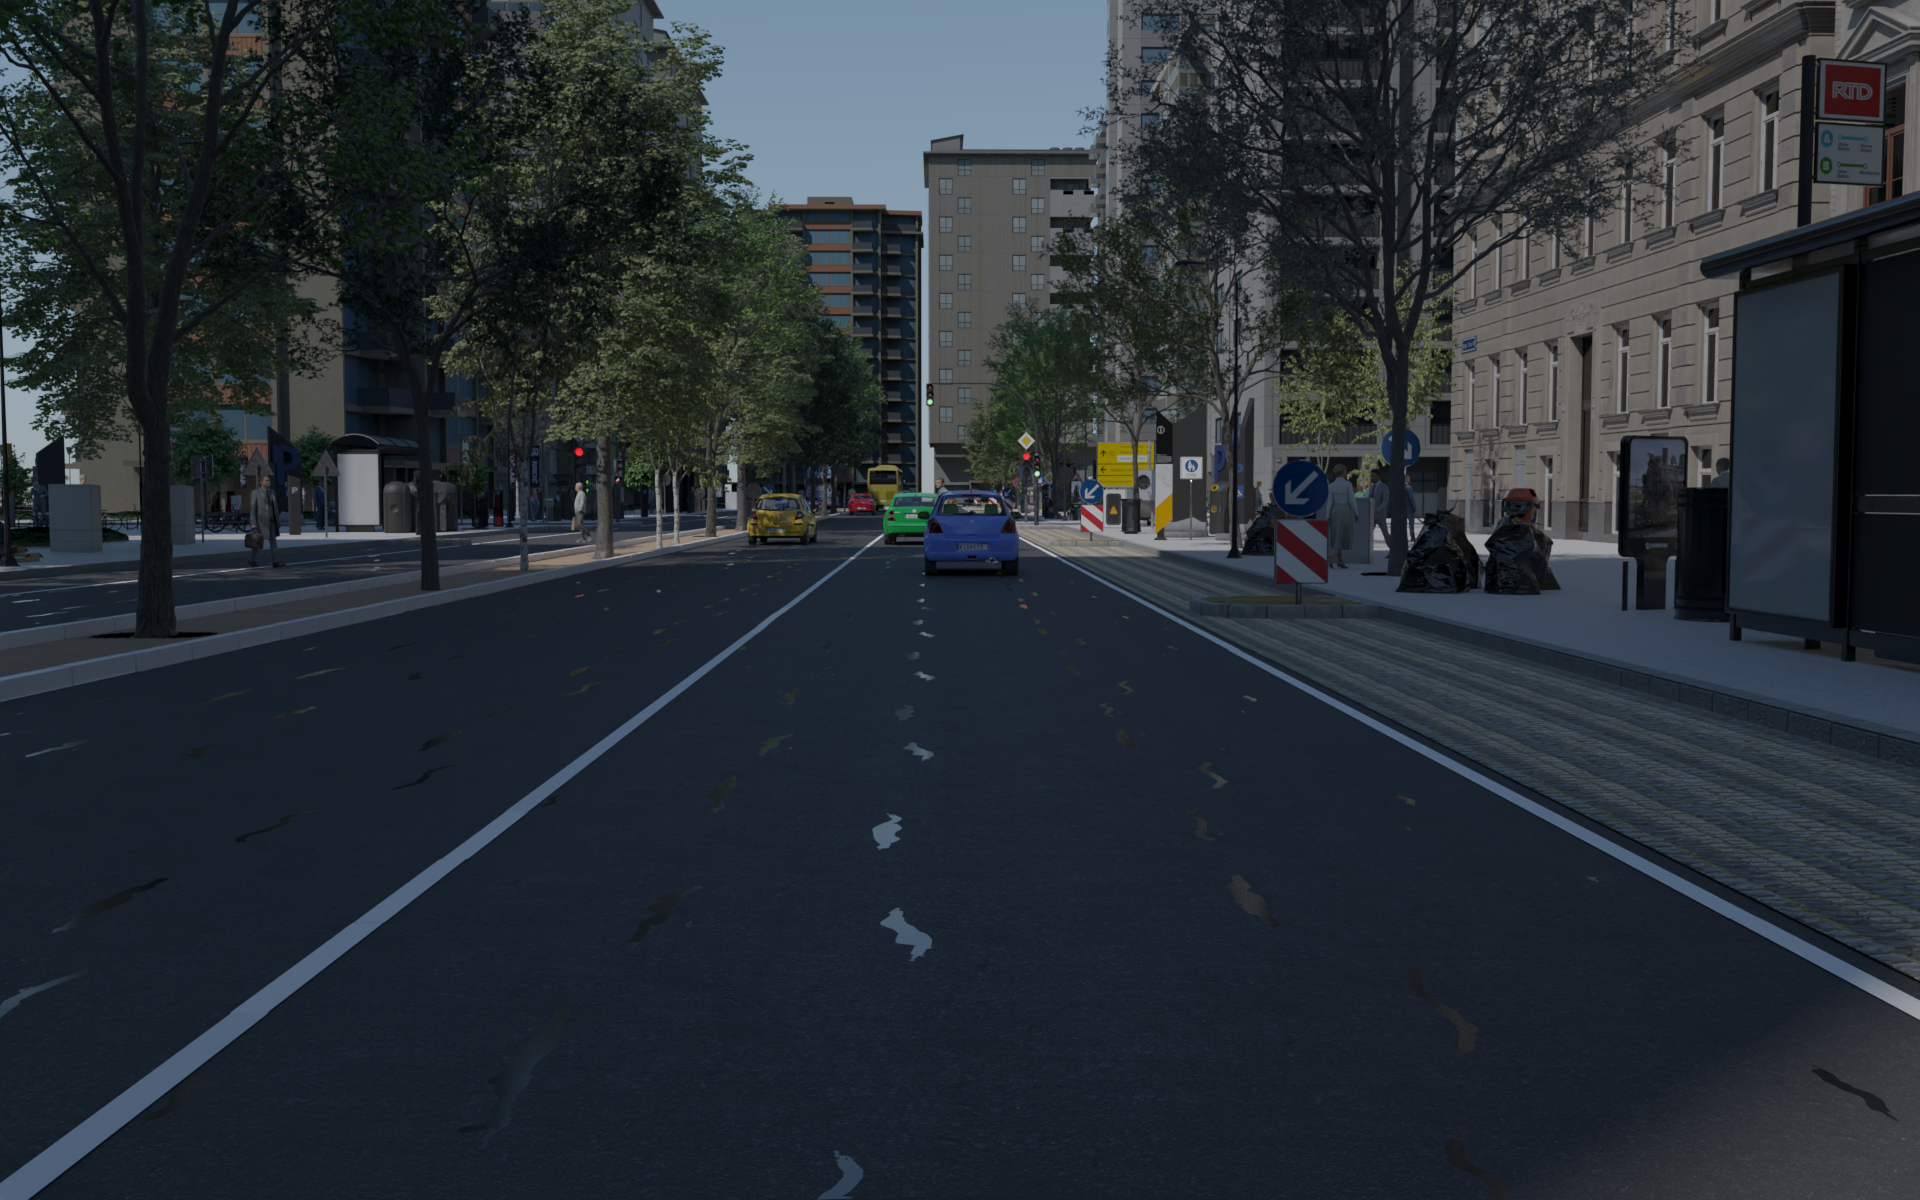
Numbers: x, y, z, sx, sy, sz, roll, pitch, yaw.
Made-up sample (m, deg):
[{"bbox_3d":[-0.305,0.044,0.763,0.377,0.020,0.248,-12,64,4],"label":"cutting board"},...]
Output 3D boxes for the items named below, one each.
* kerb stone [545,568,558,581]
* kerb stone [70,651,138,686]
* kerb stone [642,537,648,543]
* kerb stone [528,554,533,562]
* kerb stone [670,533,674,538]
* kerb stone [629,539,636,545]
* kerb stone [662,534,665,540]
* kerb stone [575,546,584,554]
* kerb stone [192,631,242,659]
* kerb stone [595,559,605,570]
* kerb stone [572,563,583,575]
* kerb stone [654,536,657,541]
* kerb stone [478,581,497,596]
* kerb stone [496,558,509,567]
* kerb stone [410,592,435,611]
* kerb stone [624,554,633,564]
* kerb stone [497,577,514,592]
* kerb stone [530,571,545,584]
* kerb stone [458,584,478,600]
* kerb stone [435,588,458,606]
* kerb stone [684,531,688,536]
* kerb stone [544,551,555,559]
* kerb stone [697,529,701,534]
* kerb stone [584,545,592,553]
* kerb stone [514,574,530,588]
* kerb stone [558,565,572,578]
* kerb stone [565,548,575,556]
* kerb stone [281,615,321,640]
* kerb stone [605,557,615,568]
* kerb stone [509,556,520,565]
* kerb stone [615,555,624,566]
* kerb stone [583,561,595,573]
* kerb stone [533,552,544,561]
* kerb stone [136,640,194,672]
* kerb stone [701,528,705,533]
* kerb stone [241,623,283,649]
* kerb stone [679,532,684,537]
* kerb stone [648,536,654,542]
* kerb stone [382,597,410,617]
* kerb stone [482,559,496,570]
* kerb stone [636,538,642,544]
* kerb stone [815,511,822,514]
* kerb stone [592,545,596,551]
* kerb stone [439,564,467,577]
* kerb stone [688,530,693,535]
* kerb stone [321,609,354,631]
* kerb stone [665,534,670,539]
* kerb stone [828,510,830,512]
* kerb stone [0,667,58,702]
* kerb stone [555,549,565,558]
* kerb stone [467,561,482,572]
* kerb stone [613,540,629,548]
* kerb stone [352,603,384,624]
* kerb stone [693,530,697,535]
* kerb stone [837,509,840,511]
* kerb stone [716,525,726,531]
[{"bbox_3d":[-6.887,-0.403,28.785,0.120,0.150,1.000,0,4,-1],"label":"kerb stone"},{"bbox_3d":[-6.682,0.537,13.416,0.120,0.150,1.000,0,4,-1],"label":"kerb stone"},{"bbox_3d":[-9.279,-1.713,50.249,0.120,0.150,1.000,0,4,-1],"label":"kerb stone"},{"bbox_3d":[-9.081,-0.839,35.920,0.120,0.150,1.000,0,4,-1],"label":"kerb stone"},{"bbox_3d":[-9.337,-2.027,55.372,0.120,0.150,1.000,0,4,-1],"label":"kerb stone"},{"bbox_3d":[-9.250,-1.591,48.204,0.120,0.150,1.000,0,4,-1],"label":"kerb stone"},{"bbox_3d":[-9.315,-1.903,53.327,0.120,0.150,1.000,0,4,-1],"label":"kerb stone"},{"bbox_3d":[-9.142,-1.152,41.034,0.120,0.150,1.000,0,4,-1],"label":"kerb stone"},{"bbox_3d":[-6.700,0.413,15.472,0.120,0.150,1.000,0,4,-1],"label":"kerb stone"},{"bbox_3d":[-6.942,-0.650,32.885,0.120,0.150,1.000,0,4,-1],"label":"kerb stone"},{"bbox_3d":[-6.918,-0.528,30.829,0.120,0.150,1.000,0,4,-1],"label":"kerb stone"},{"bbox_3d":[-9.305,-1.839,52.294,0.120,0.150,1.000,0,4,-1],"label":"kerb stone"},{"bbox_3d":[-6.824,-0.152,24.698,0.120,0.150,1.000,0,4,-1],"label":"kerb stone"},{"bbox_3d":[-9.050,-0.714,33.876,0.120,0.150,1.000,0,4,-1],"label":"kerb stone"},{"bbox_3d":[-6.792,0.035,21.631,0.120,0.150,1.000,0,4,-1],"label":"kerb stone"},{"bbox_3d":[-6.985,-0.842,35.965,0.120,0.150,1.000,0,4,-1],"label":"kerb stone"},{"bbox_3d":[-6.839,-0.210,25.720,0.120,0.150,1.000,0,4,-1],"label":"kerb stone"},{"bbox_3d":[-6.871,-0.341,27.764,0.120,0.150,1.000,0,4,-1],"label":"kerb stone"},{"bbox_3d":[-6.817,-0.087,23.675,0.120,0.150,1.000,0,4,-1],"label":"kerb stone"},{"bbox_3d":[-6.803,-0.028,22.653,0.120,0.150,1.000,0,4,-1],"label":"kerb stone"},{"bbox_3d":[-9.384,-2.217,58.443,0.120,0.150,1.000,0,4,-1],"label":"kerb stone"},{"bbox_3d":[-9.103,-0.962,37.964,0.120,0.150,1.000,0,4,-1],"label":"kerb stone"},{"bbox_3d":[-9.426,-2.405,61.519,0.120,0.150,1.000,0,4,-1],"label":"kerb stone"},{"bbox_3d":[-9.161,-1.214,42.059,0.120,0.150,1.000,0,4,-1],"label":"kerb stone"},{"bbox_3d":[-6.856,-0.278,26.742,0.120,0.150,1.000,0,4,-1],"label":"kerb stone"},{"bbox_3d":[-6.896,-0.466,29.807,0.120,0.150,1.000,0,4,-1],"label":"kerb stone"},{"bbox_3d":[-9.128,-1.090,40.010,0.120,0.150,1.000,0,4,-1],"label":"kerb stone"},{"bbox_3d":[-6.727,0.286,17.523,0.120,0.150,1.000,0,4,-1],"label":"kerb stone"},{"bbox_3d":[-6.955,-0.716,33.907,0.120,0.150,1.000,0,4,-1],"label":"kerb stone"},{"bbox_3d":[-9.062,-0.775,34.898,0.120,0.150,1.000,0,4,-1],"label":"kerb stone"},{"bbox_3d":[-6.971,-0.778,34.935,0.120,0.150,1.000,0,4,-1],"label":"kerb stone"},{"bbox_3d":[-6.924,-0.591,31.851,0.120,0.150,1.000,0,4,-1],"label":"kerb stone"},{"bbox_3d":[-9.095,-0.902,36.941,0.120,0.150,1.000,0,4,-1],"label":"kerb stone"},{"bbox_3d":[-6.686,0.475,14.450,0.120,0.150,1.000,0,4,-1],"label":"kerb stone"},{"bbox_3d":[-9.441,-2.468,62.547,0.120,0.150,1.000,0,4,-1],"label":"kerb stone"},{"bbox_3d":[-6.722,0.353,16.501,0.120,0.150,1.000,0,4,-1],"label":"kerb stone"},{"bbox_3d":[-9.376,-2.154,57.416,0.120,0.150,1.000,0,4,-1],"label":"kerb stone"},{"bbox_3d":[-9.284,-1.778,51.272,0.120,0.150,1.000,0,4,-1],"label":"kerb stone"},{"bbox_3d":[-6.780,0.098,20.590,0.120,0.150,1.000,0,4,-1],"label":"kerb stone"},{"bbox_3d":[-9.044,-0.652,32.854,0.120,0.150,1.000,0,4,-1],"label":"kerb stone"},{"bbox_3d":[-9.260,-1.653,49.227,0.120,0.150,1.000,0,4,-1],"label":"kerb stone"},{"bbox_3d":[-10.288,-6.331,125.700,0.120,0.150,1.000,0,4,-1],"label":"kerb stone"},{"bbox_3d":[-9.187,-1.278,43.083,0.120,0.150,1.000,0,4,-1],"label":"kerb stone"},{"bbox_3d":[-9.016,-0.527,30.805,0.120,0.150,1.000,0,4,-1],"label":"kerb stone"},{"bbox_3d":[-9.396,-2.278,59.466,0.120,0.150,1.000,0,4,-1],"label":"kerb stone"},{"bbox_3d":[-6.745,0.223,18.544,0.120,0.150,1.000,0,4,-1],"label":"kerb stone"},{"bbox_3d":[-9.330,-1.967,54.350,0.120,0.150,1.000,0,4,-1],"label":"kerb stone"},{"bbox_3d":[-10.472,-7.142,139.022,0.120,0.150,1.000,0,4,-1],"label":"kerb stone"},{"bbox_3d":[-6.668,0.602,12.394,0.120,0.150,1.000,0,4,-1],"label":"kerb stone"},{"bbox_3d":[-9.122,-1.021,38.986,0.120,0.150,1.000,0,4,-1],"label":"kerb stone"},{"bbox_3d":[-9.021,-0.584,31.828,0.120,0.150,1.000,0,4,-1],"label":"kerb stone"},{"bbox_3d":[-9.234,-1.528,47.175,0.120,0.150,1.000,0,4,-1],"label":"kerb stone"},{"bbox_3d":[-6.755,0.161,19.568,0.120,0.150,1.000,0,4,-1],"label":"kerb stone"},{"bbox_3d":[-9.422,-2.339,60.497,0.120,0.150,1.000,0,4,-1],"label":"kerb stone"},{"bbox_3d":[-10.650,-7.955,152.340,0.120,0.150,1.000,0,4,-1],"label":"kerb stone"},{"bbox_3d":[-9.516,-2.844,68.691,0.120,0.150,1.000,0,4,-1],"label":"kerb stone"}]
